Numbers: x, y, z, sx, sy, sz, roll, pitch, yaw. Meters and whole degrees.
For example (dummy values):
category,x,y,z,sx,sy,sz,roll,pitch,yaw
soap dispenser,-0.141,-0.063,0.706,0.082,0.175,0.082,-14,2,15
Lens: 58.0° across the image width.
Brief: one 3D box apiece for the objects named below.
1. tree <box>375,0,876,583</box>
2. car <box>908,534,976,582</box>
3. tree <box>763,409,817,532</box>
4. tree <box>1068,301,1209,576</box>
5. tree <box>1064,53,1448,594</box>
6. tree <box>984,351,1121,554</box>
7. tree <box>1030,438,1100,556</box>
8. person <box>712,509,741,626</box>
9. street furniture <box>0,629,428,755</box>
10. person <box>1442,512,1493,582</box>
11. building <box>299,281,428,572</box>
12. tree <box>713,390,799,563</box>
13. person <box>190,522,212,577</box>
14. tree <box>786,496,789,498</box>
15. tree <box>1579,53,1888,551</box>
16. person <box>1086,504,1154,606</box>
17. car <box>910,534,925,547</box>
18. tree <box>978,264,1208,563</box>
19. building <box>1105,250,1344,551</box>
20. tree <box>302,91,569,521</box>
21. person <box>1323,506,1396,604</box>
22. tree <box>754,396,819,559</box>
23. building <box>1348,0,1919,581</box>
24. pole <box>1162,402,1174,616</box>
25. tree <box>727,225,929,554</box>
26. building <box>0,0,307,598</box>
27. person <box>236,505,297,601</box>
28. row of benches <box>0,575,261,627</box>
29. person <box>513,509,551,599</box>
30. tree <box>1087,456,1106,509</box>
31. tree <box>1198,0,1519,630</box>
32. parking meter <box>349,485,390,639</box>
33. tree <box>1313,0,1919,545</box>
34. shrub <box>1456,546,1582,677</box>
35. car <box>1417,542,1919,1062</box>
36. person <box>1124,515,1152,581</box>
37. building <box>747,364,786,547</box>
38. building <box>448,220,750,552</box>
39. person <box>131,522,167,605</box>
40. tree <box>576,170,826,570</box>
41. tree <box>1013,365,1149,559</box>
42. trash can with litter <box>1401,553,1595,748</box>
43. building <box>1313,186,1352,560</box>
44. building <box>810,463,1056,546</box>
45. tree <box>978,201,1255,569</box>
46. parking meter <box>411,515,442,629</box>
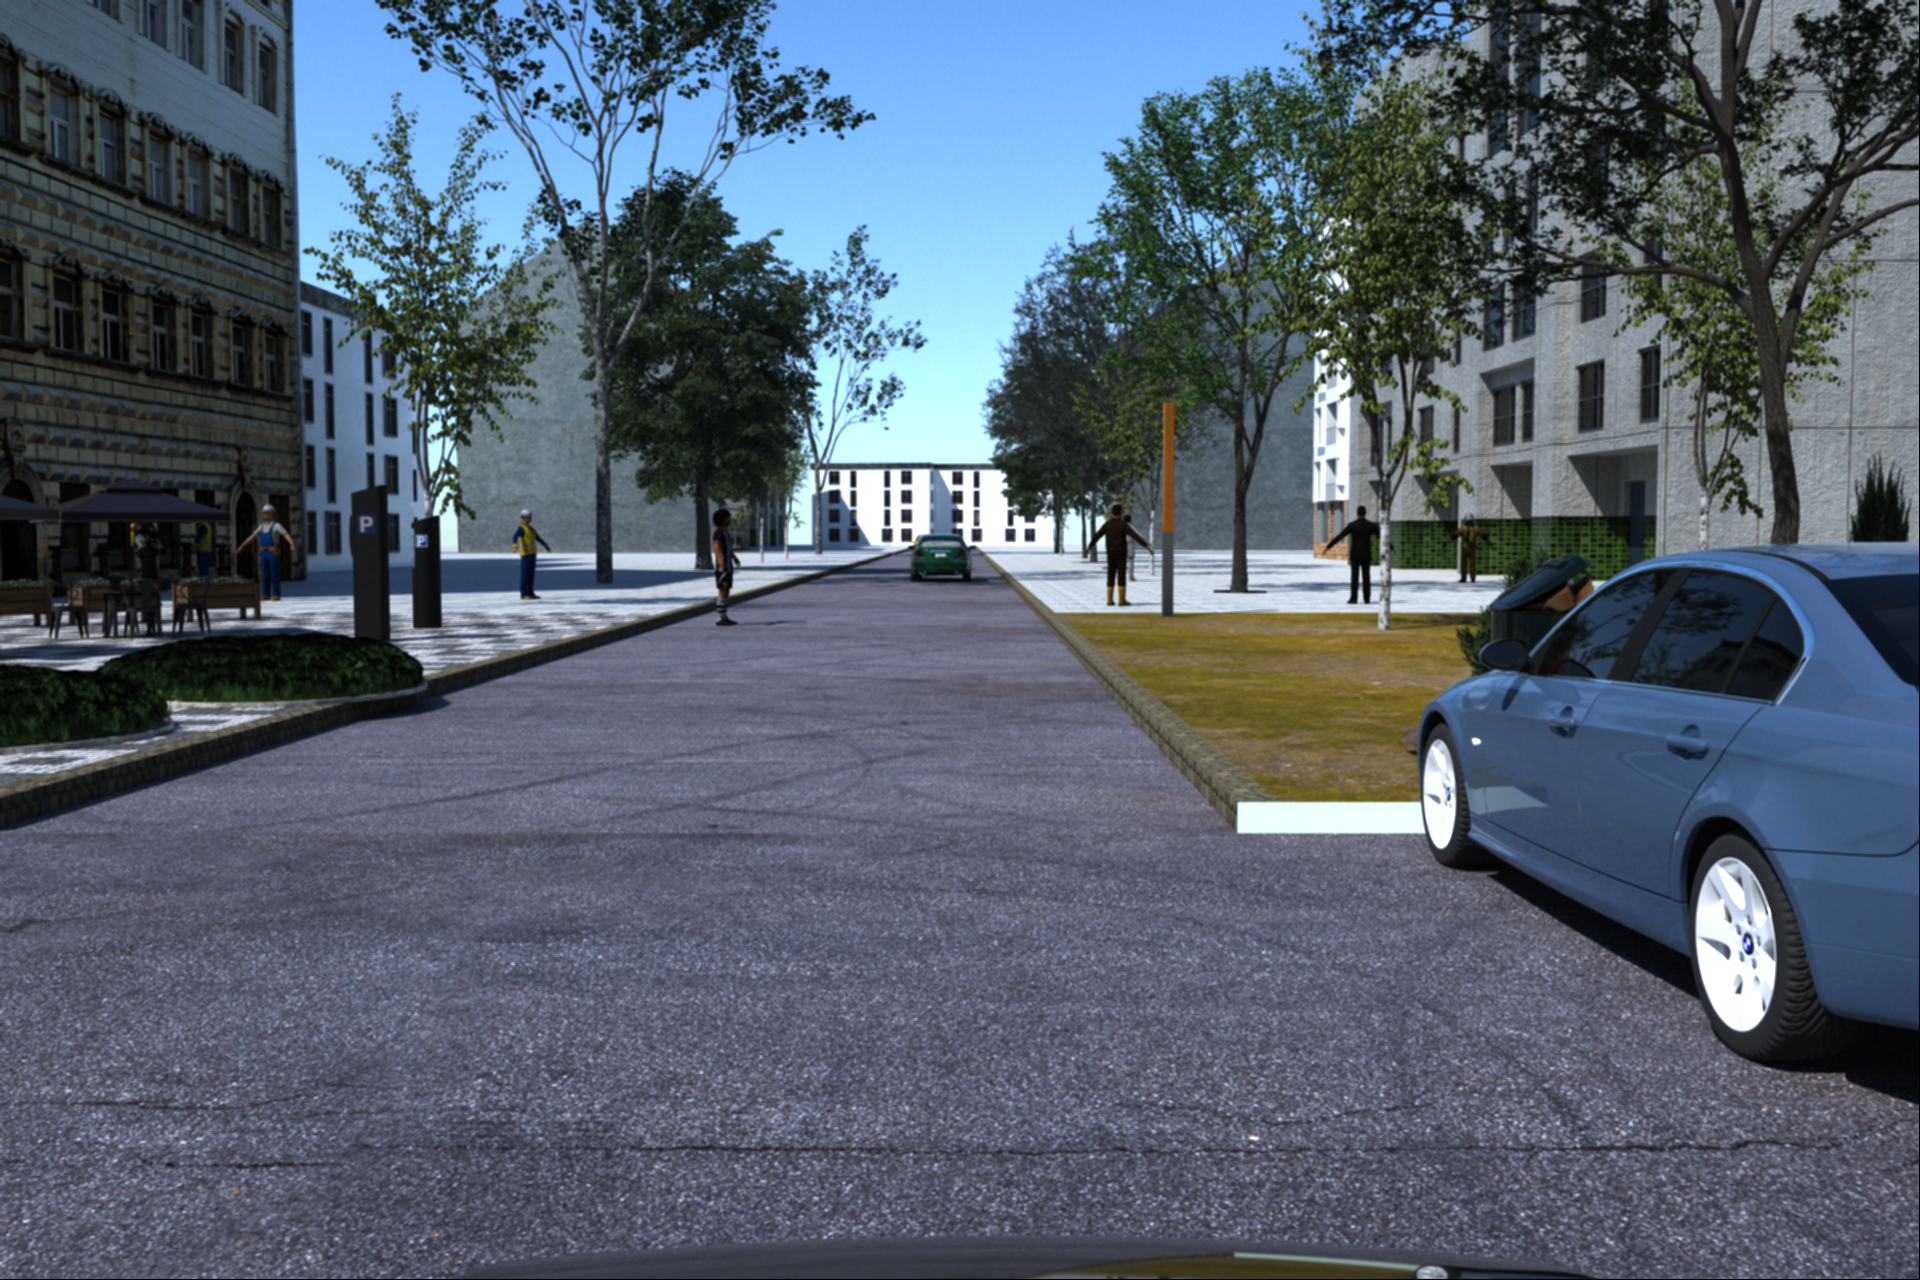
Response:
category,x,y,z,sx,sy,sz,roll,pitch,yaw
tree,-7.803,-11.532,44.434,12.611,20.169,13.585,0,3,0
car,-0.563,-2.550,53.489,2.131,1.459,4.920,0,4,0
tree,-9.508,-8.900,95.870,4.360,8.622,3.978,0,3,0
tree,5.765,-6.301,53.390,4.737,8.622,4.395,0,3,0
tree,6.287,-6.840,37.589,9.928,11.665,9.643,0,3,0
tree,6.410,-12.650,113.490,9.857,13.997,8.962,0,3,0
tree,5.740,-9.280,102.092,4.360,8.622,3.978,0,3,0
person,-3.681,-1.136,27.181,0.704,1.843,1.345,0,4,4
street furniture,-8.900,0.232,11.833,10.072,0.657,5.734,-1,4,-17
person,13.507,-2.461,46.013,1.354,1.858,0.705,0,4,-1
building,-26.266,-7.773,69.242,9.099,9.664,28.070,0,4,0
tree,-9.066,-7.801,77.910,4.737,8.622,4.395,0,3,0
person,-16.763,-1.976,38.273,0.705,1.833,1.349,-1,4,-14
tree,-21.409,-15.193,198.760,4.737,8.622,4.395,0,3,0
tree,12.012,-4.698,27.178,4.737,8.622,4.395,0,3,0
person,2.822,-1.521,31.000,1.346,1.812,0.704,2,4,33
car,-2.046,-5.921,107.039,2.015,1.641,3.980,0,3,0
tree,5.914,-10.183,76.867,12.009,13.543,11.850,0,3,0
building,21.990,-19.039,142.219,19.493,23.208,18.063,0,4,0
tree,-8.977,-4.866,29.926,4.737,8.622,4.395,0,3,0
person,7.368,-1.569,31.875,1.346,1.802,0.704,0,4,-1
tree,-8.717,-8.395,87.621,4.360,8.622,3.978,0,3,0
building,24.454,-11.543,55.182,16.747,18.905,31.486,0,4,0
pole,3.242,-2.026,26.967,0.158,3.312,0.155,0,3,0
tree,-8.326,-15.365,107.102,12.611,20.169,13.585,0,3,0
building,-27.439,-12.685,38.332,19.493,23.208,18.063,0,4,1
person,-13.299,-1.681,33.335,1.347,1.847,0.705,1,4,17
row of benches,-12.043,-0.575,24.857,4.104,0.672,1.422,-3,5,-43
person,-8.453,-1.693,34.137,0.721,1.772,1.216,1,4,20
tree,17.859,-17.053,204.574,9.928,11.665,9.643,0,3,0
tree,5.517,-4.431,22.811,4.737,8.622,4.395,0,3,0
parking meter,-7.066,-0.919,20.732,0.399,1.863,0.255,0,4,1
tree,7.018,-4.914,14.756,8.767,10.594,7.601,-1,4,-15
shrub,3.783,-0.015,11.358,1.383,1.207,1.383,0,3,0
car,2.957,0.367,6.005,2.014,1.417,4.499,0,4,-1
person,4.575,-2.503,47.112,1.347,1.806,0.705,2,4,29
building,-28.340,-19.170,179.891,16.747,18.905,31.486,0,4,1
building,-26.267,-18.338,130.756,19.493,23.208,18.063,0,4,-1
person,-14.317,-1.519,30.611,0.705,1.856,1.354,-1,4,-10
tree,-9.080,-9.454,61.230,9.857,13.997,8.962,0,3,0
tree,6.233,-9.553,90.606,7.601,10.594,8.767,-1,4,-12
trash can with litter,3.126,0.089,9.930,1.055,1.170,0.624,0,4,-2
building,23.731,-14.278,89.872,16.016,20.090,11.380,0,3,0
building,-2.861,-15.882,204.269,28.070,9.664,9.099,1,4,9
tree,5.924,-9.354,63.312,12.009,13.543,11.850,0,3,0
parking meter,-7.282,-0.931,23.639,0.372,1.533,0.369,0,3,0
